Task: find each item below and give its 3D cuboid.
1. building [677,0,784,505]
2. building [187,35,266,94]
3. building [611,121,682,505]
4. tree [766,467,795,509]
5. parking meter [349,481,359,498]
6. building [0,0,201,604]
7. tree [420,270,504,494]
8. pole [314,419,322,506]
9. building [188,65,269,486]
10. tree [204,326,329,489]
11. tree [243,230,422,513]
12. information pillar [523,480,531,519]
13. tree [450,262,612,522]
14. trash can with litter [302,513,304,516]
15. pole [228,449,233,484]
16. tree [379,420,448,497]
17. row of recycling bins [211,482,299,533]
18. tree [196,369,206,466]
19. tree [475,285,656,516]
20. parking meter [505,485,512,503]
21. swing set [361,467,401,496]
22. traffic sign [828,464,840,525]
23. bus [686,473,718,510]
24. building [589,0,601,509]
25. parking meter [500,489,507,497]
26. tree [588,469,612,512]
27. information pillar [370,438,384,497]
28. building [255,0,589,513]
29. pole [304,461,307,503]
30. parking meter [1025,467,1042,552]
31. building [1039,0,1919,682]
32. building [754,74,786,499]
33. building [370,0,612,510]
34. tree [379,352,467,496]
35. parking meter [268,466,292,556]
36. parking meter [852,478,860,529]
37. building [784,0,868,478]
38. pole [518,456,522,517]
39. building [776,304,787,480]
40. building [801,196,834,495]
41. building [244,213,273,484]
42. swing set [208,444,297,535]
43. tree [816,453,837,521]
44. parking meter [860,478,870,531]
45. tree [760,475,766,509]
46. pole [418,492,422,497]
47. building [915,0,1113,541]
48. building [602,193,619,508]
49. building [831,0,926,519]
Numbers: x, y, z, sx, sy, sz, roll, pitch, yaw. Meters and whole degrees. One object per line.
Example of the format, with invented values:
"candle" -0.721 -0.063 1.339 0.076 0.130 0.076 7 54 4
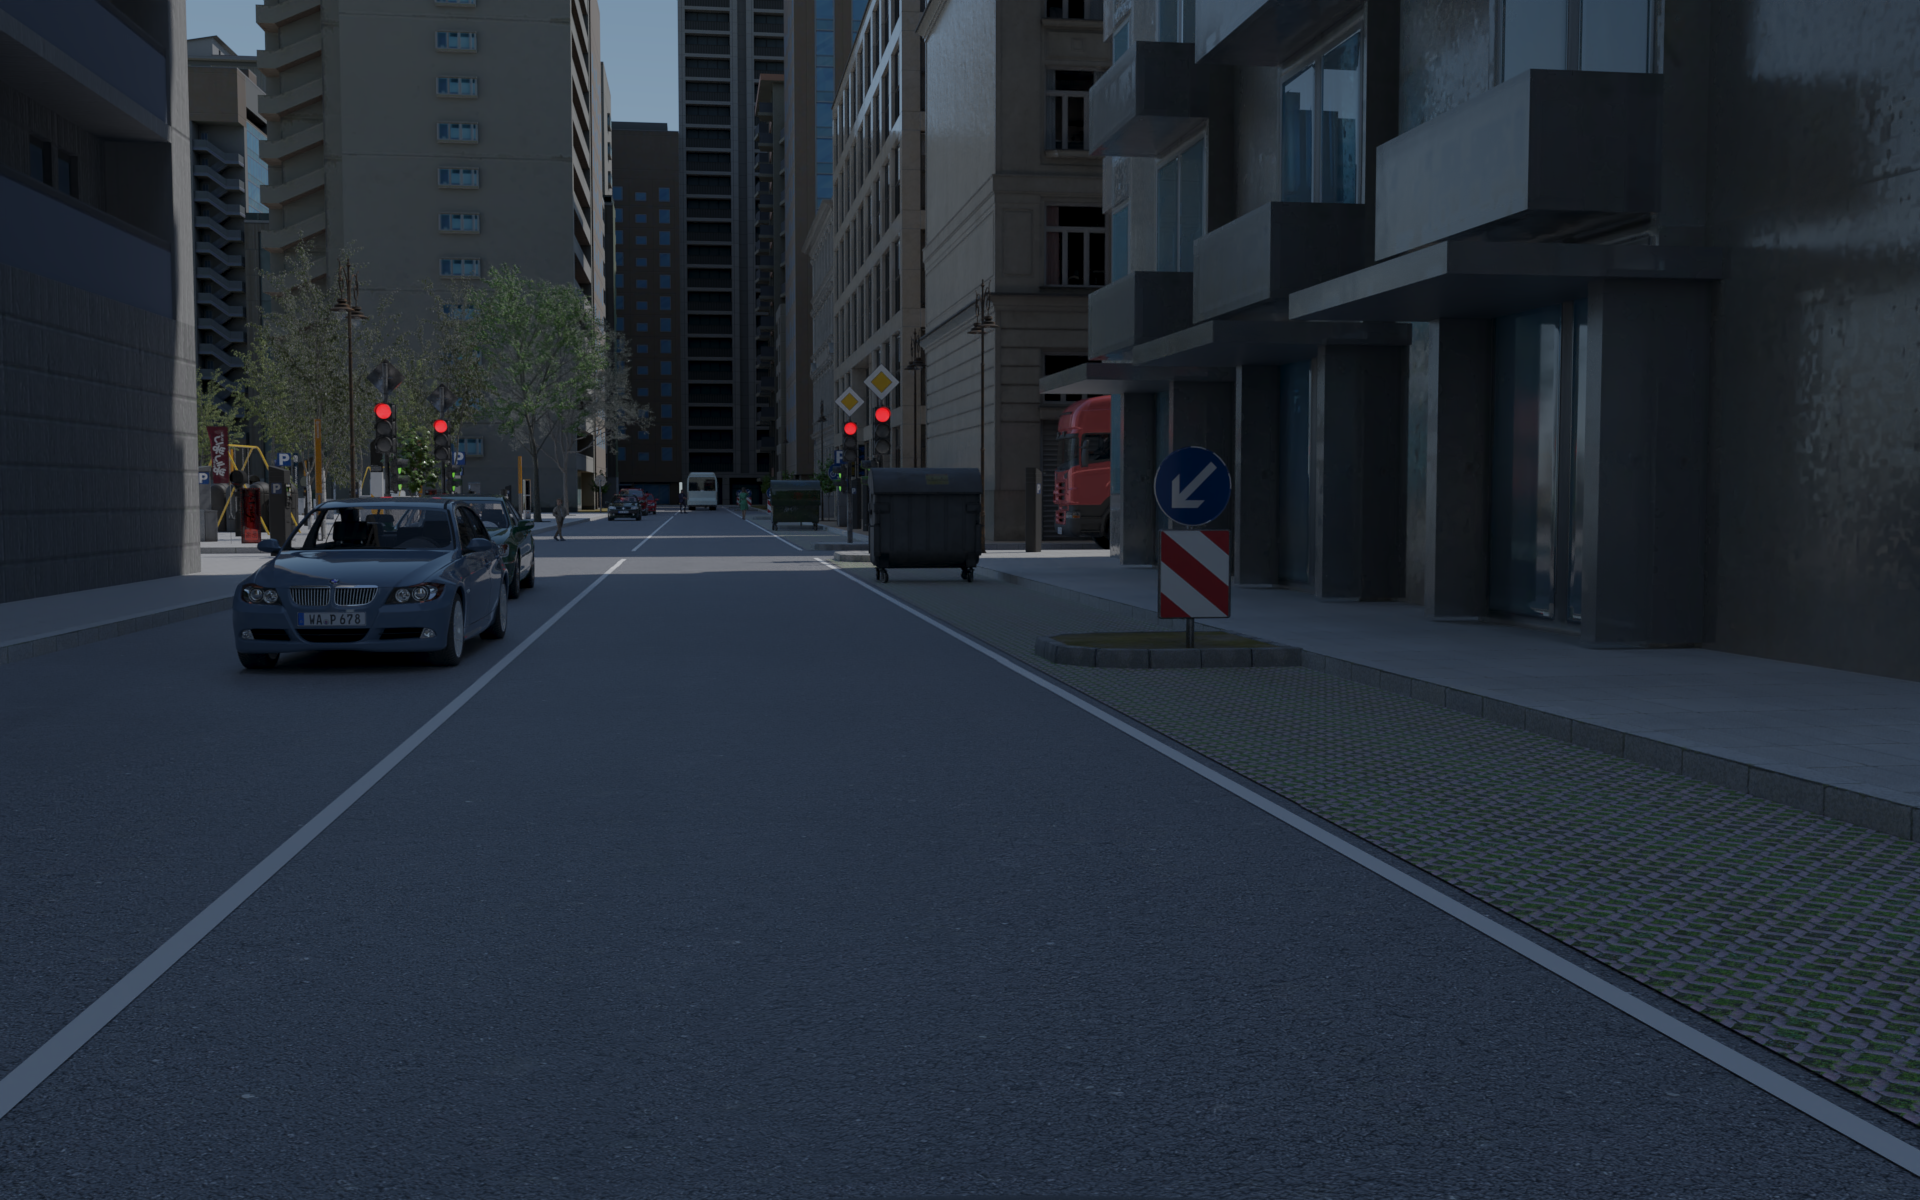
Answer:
"building" -23.862 -47.337 212.219 20.611 71.187 20.563 -1 4 -9
"building" -77.279 -37.939 209.533 27.495 52.752 28.713 -1 4 -9
"building" -40.681 -34.111 207.820 14.200 45.320 14.600 -1 4 -9
"tree" -12.289 -7.797 122.076 1.663 3.219 1.824 0 3 0
"parking meter" -28.070 -4.560 80.270 0.399 1.863 0.255 -2 4 -31
"building" -25.639 -29.244 20.147 28.212 58.520 21.231 -1 4 -9
"tree" -16.883 -6.526 57.066 4.360 8.622 3.978 0 3 0
"pole" -17.509 -3.268 47.278 0.158 3.312 0.155 0 3 0
"building" -79.444 -32.304 178.277 14.200 45.320 14.600 -1 4 -9
"tree" -30.171 -7.737 76.856 4.737 8.622 4.395 0 3 0
"tree" -17.967 -6.056 49.377 4.360 8.622 3.978 0 3 0
"information pillar" -22.119 -5.136 88.462 0.304 2.012 0.304 -2 4 -33
"tree" -19.441 -9.355 78.711 9.928 11.665 9.643 0 3 0
"trash can with litter" -38.655 -5.666 103.693 2.233 1.210 1.678 -1 4 -11
"pole" -33.135 -5.194 78.763 0.158 3.312 0.155 0 3 0
"tree" -14.246 -3.114 45.515 1.663 3.219 1.824 0 3 0
"row of recycling bins" -23.821 -3.131 58.302 3.534 1.692 1.069 1 4 19
"tree" -43.189 -9.092 99.013 4.737 8.622 4.395 0 3 0
"tree" -23.571 -11.769 102.800 12.009 13.543 11.850 0 3 0
"parking meter" -29.665 -6.605 113.704 0.399 1.863 0.255 0 4 2
"swing set" -32.818 -6.214 99.215 3.119 2.851 2.862 1 4 22
"traffic sign" -5.016 -4.334 70.966 0.768 2.556 0.104 0 4 -3
"bus" -23.168 -9.839 155.721 2.948 3.499 13.247 -1 4 -8
"building" -37.272 -30.254 144.768 14.600 45.320 14.200 -1 4 -9
"parking meter" -23.820 -5.016 90.428 0.372 1.533 0.369 0 3 0
"tree" -25.645 -7.934 124.318 1.663 3.219 1.824 0 3 0
"information pillar" -22.219 -4.568 66.042 0.504 3.616 0.183 1 4 9
"building" -38.391 -30.737 126.248 21.300 48.544 21.600 -1 4 -9
"pole" -39.954 -6.844 105.744 0.158 3.312 0.155 0 3 0
"parking meter" 1.624 -1.988 38.213 0.255 1.863 0.399 2 4 25
"building" 14.364 -24.635 22.392 23.786 49.044 30.456 -1 4 -9
"building" -10.123 -32.202 181.119 22.147 44.769 28.867 -1 4 -9
"building" -47.143 -33.987 179.392 21.600 48.544 21.300 -1 4 -9
"tree" -27.988 -8.525 89.751 4.737 8.622 4.395 0 3 0
"parking meter" -14.034 -1.839 35.780 0.399 1.863 0.255 0 4 6
"parking meter" -3.824 -3.526 63.354 0.399 1.863 0.255 2 4 33
"building" -5.939 -29.402 130.825 14.600 45.320 14.200 -1 4 -9
"pole" -23.716 -6.089 93.403 0.158 3.312 0.155 0 3 0
"building" -1.790 -18.892 153.926 27.650 21.520 28.899 -1 4 -9
"building" -3.696 -16.790 110.675 11.583 22.565 21.152 -1 4 -9
"building" -65.268 -24.997 180.407 14.107 30.474 14.160 -1 4 -9
"swing set" -23.035 -3.527 55.282 2.862 2.851 3.119 0 4 -2
"tree" -6.084 -5.313 81.463 1.663 3.219 1.824 0 3 0
"parking meter" -3.133 -3.297 59.624 0.399 1.863 0.255 -3 5 -45
"tree" -16.597 -9.503 149.972 1.663 3.219 1.824 0 3 0
"pole" -20.585 -4.415 66.022 0.158 3.312 0.155 0 3 0
"building" 13.917 -13.596 55.573 30.059 22.955 16.112 -1 4 -9
"building" -39.054 -23.718 159.488 14.160 30.474 14.107 -1 4 -9
"building" 4.760 -17.089 83.918 19.350 26.468 34.151 -1 4 -9
